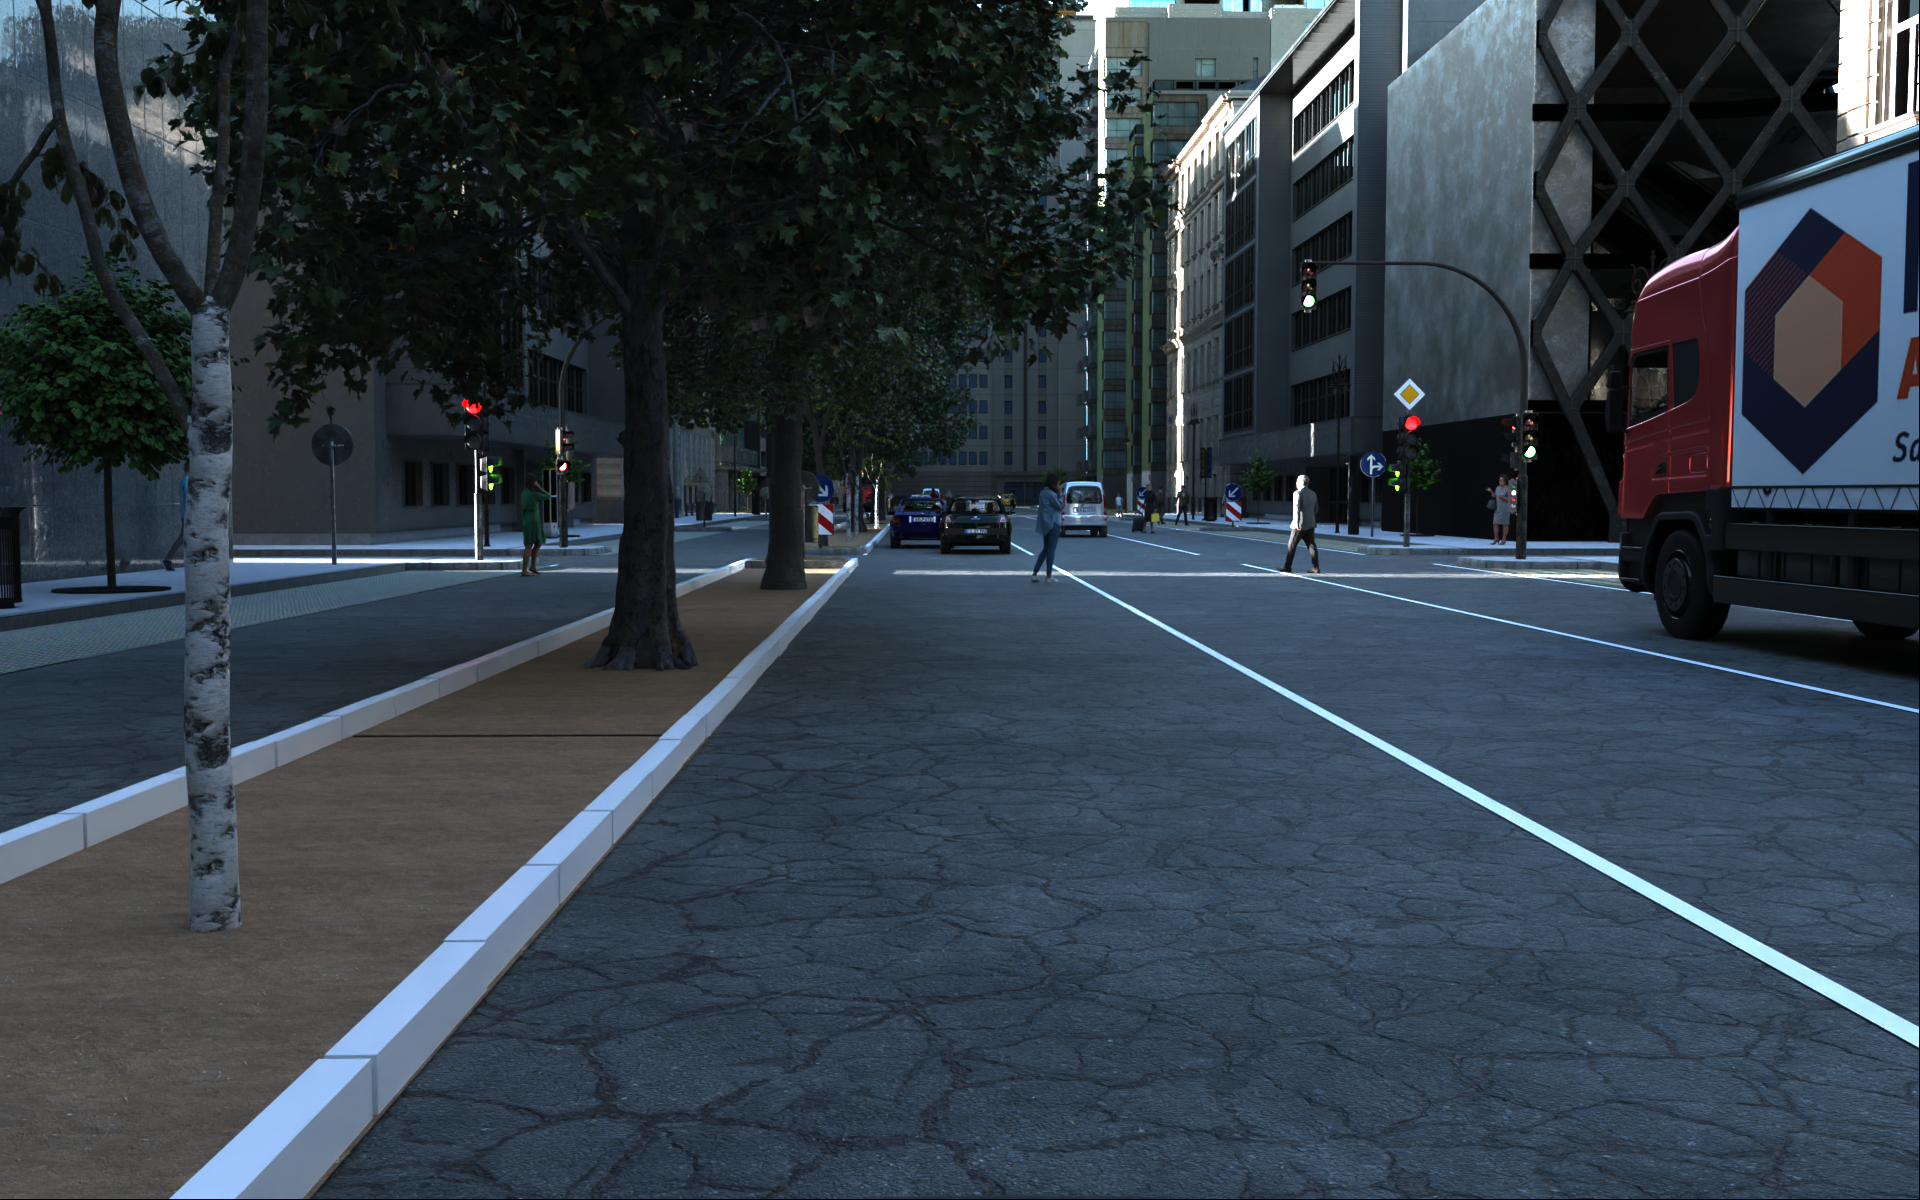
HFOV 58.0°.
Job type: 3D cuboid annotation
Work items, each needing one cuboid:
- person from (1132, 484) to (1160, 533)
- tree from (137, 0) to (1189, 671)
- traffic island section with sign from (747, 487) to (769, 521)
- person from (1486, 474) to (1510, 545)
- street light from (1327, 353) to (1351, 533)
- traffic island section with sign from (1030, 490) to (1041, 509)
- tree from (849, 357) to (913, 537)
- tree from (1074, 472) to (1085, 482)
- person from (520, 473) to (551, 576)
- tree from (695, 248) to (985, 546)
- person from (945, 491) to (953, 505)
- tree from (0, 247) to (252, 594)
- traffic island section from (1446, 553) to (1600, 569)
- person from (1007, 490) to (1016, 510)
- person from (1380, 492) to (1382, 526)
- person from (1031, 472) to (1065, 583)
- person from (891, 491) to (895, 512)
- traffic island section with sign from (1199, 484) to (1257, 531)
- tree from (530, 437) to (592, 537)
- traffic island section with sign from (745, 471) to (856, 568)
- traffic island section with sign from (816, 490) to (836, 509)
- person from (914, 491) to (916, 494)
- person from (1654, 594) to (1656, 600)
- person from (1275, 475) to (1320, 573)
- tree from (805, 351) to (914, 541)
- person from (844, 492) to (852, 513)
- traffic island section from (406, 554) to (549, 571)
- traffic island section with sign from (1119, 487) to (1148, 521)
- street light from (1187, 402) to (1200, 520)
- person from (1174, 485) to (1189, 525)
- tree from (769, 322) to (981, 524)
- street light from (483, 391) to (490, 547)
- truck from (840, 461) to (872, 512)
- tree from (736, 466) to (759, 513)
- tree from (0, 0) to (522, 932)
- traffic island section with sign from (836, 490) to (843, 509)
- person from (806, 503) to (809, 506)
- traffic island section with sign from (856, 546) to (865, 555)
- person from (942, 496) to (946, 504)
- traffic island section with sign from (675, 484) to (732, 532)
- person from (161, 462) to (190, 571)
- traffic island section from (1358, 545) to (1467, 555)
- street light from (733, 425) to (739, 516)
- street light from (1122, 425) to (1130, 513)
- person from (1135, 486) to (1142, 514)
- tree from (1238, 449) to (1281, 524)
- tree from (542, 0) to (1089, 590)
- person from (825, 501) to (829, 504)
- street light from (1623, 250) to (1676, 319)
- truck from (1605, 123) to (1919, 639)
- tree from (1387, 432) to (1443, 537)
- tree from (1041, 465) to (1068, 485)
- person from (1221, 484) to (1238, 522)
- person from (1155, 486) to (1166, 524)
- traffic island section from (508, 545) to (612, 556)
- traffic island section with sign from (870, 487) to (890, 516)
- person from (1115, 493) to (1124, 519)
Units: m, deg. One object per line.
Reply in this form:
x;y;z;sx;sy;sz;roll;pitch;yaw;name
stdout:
6.872;-3.376;63.910;0.699;1.804;1.509;-1;4;-10;person
-2.609;-5.792;14.163;9.611;12.733;9.660;0;3;0;tree
-10.408;-5.178;93.281;1.989;1.847;2.006;0;4;-1;traffic island section with sign
13.604;-2.291;43.859;0.532;1.782;0.716;-2;4;-34;person
12.453;-5.150;56.994;0.468;5.910;1.993;0;4;-1;street light
7.936;-9.932;171.012;1.989;1.847;2.006;0;4;-1;traffic island section with sign
-3.465;-6.406;57.556;4.360;8.622;3.978;0;3;0;tree
10.391;-9.606;151.665;1.663;3.219;1.824;0;3;0;tree
-7.512;-1.318;30.293;0.600;1.795;0.529;2;4;35;person
-3.491;-6.583;44.499;8.767;10.594;7.601;0;4;-1;tree
-0.947;-8.415;146.817;1.217;1.736;0.721;-1;4;-17;person
-11.170;-2.395;22.869;4.285;4.588;4.351;0;3;0;tree
11.068;-0.726;34.152;2.009;0.180;2.903;0;4;-1;traffic island section
4.134;-7.910;138.623;0.721;1.735;1.217;3;5;39;person
15.130;-3.365;61.030;0.822;1.834;0.622;-1;4;-11;person
1.414;-1.177;28.002;0.793;1.790;0.793;3;4;37;person
-5.508;-8.094;141.764;0.530;1.710;0.541;0;4;6;person
10.314;-3.565;66.915;1.989;1.847;2.006;0;4;-1;traffic island section with sign
-11.955;-3.502;51.864;1.663;3.219;1.824;0;3;0;tree
-3.135;-1.586;34.065;2.006;1.907;1.989;0;4;-1;traffic island section with sign
-11.577;-8.272;143.881;1.989;1.847;2.006;0;4;-1;traffic island section with sign
-4.465;-9.900;171.088;1.217;1.735;0.721;1;4;21;person
9.614;-0.902;23.443;0.583;1.804;0.606;-2;4;-27;person
6.182;-1.384;31.522;0.834;1.777;0.661;3;5;41;person
-3.360;-6.095;52.469;4.737;8.622;4.395;0;3;0;tree
-8.631;-7.605;133.295;0.568;1.767;0.683;0;4;7;person
-9.368;-0.698;33.689;2.009;0.180;2.903;0;4;-1;traffic island section
9.694;-5.216;93.912;1.989;1.847;2.006;0;4;-1;traffic island section with sign
11.762;-6.997;87.189;0.468;5.910;1.993;0;4;-1;street light
10.090;-4.306;78.820;0.656;1.842;0.836;-3;4;-38;person
-4.081;-10.353;82.101;12.009;13.543;11.850;0;3;0;tree
-11.577;-4.246;42.206;0.468;5.910;1.993;0;4;-1;street light
-8.362;-9.393;142.493;2.839;4.237;11.283;0;4;-2;truck
-14.333;-7.417;115.876;1.663;3.219;1.824;0;3;0;tree
-2.474;-3.233;5.678;4.360;8.622;3.978;0;3;0;tree
-12.193;-9.921;170.829;1.989;1.847;2.006;0;4;-1;traffic island section with sign
-11.451;-7.420;129.950;0.705;1.807;1.348;-1;4;-20;person
-3.296;-2.039;41.471;2.006;1.907;1.989;0;4;-1;traffic island section with sign
-0.919;-5.549;103.482;0.306;1.304;0.590;3;4;38;person
-9.784;-3.529;66.333;1.989;1.847;2.006;0;4;-1;traffic island section with sign
-12.967;-1.413;29.001;0.748;1.841;0.638;-1;4;-15;person
10.885;-1.214;42.135;2.009;0.180;2.903;0;4;-1;traffic island section
-12.988;-7.775;99.911;0.468;5.910;1.993;0;4;-1;street light
11.202;-8.805;116.755;0.468;5.910;1.993;0;4;-1;street light
11.512;-6.316;109.791;0.782;1.767;0.515;3;5;43;person
12.858;-4.912;74.920;1.663;3.219;1.824;0;3;0;tree
-2.655;-7.128;25.663;9.857;13.997;8.962;0;3;0;tree
-8.558;-5.947;110.420;0.332;1.250;0.352;3;5;43;person
13.134;-3.683;32.999;0.468;5.910;1.993;0;4;-1;street light
8.378;-1.516;13.705;2.839;4.237;11.283;0;4;-2;truck
13.782;-3.550;52.636;1.663;3.219;1.824;0;3;0;tree
10.687;-12.907;194.743;4.285;4.588;4.351;0;3;0;tree
12.398;-4.485;79.864;0.782;1.767;0.515;3;4;37;person
9.434;-4.472;81.584;0.622;1.834;0.822;3;5;45;person
-9.551;-1.186;41.672;2.009;0.180;2.903;0;4;-1;traffic island section
-5.030;-6.633;116.589;2.006;1.907;1.989;0;4;-1;traffic island section with sign
9.060;-5.313;97.956;0.503;1.515;0.523;-1;4;-13;person
